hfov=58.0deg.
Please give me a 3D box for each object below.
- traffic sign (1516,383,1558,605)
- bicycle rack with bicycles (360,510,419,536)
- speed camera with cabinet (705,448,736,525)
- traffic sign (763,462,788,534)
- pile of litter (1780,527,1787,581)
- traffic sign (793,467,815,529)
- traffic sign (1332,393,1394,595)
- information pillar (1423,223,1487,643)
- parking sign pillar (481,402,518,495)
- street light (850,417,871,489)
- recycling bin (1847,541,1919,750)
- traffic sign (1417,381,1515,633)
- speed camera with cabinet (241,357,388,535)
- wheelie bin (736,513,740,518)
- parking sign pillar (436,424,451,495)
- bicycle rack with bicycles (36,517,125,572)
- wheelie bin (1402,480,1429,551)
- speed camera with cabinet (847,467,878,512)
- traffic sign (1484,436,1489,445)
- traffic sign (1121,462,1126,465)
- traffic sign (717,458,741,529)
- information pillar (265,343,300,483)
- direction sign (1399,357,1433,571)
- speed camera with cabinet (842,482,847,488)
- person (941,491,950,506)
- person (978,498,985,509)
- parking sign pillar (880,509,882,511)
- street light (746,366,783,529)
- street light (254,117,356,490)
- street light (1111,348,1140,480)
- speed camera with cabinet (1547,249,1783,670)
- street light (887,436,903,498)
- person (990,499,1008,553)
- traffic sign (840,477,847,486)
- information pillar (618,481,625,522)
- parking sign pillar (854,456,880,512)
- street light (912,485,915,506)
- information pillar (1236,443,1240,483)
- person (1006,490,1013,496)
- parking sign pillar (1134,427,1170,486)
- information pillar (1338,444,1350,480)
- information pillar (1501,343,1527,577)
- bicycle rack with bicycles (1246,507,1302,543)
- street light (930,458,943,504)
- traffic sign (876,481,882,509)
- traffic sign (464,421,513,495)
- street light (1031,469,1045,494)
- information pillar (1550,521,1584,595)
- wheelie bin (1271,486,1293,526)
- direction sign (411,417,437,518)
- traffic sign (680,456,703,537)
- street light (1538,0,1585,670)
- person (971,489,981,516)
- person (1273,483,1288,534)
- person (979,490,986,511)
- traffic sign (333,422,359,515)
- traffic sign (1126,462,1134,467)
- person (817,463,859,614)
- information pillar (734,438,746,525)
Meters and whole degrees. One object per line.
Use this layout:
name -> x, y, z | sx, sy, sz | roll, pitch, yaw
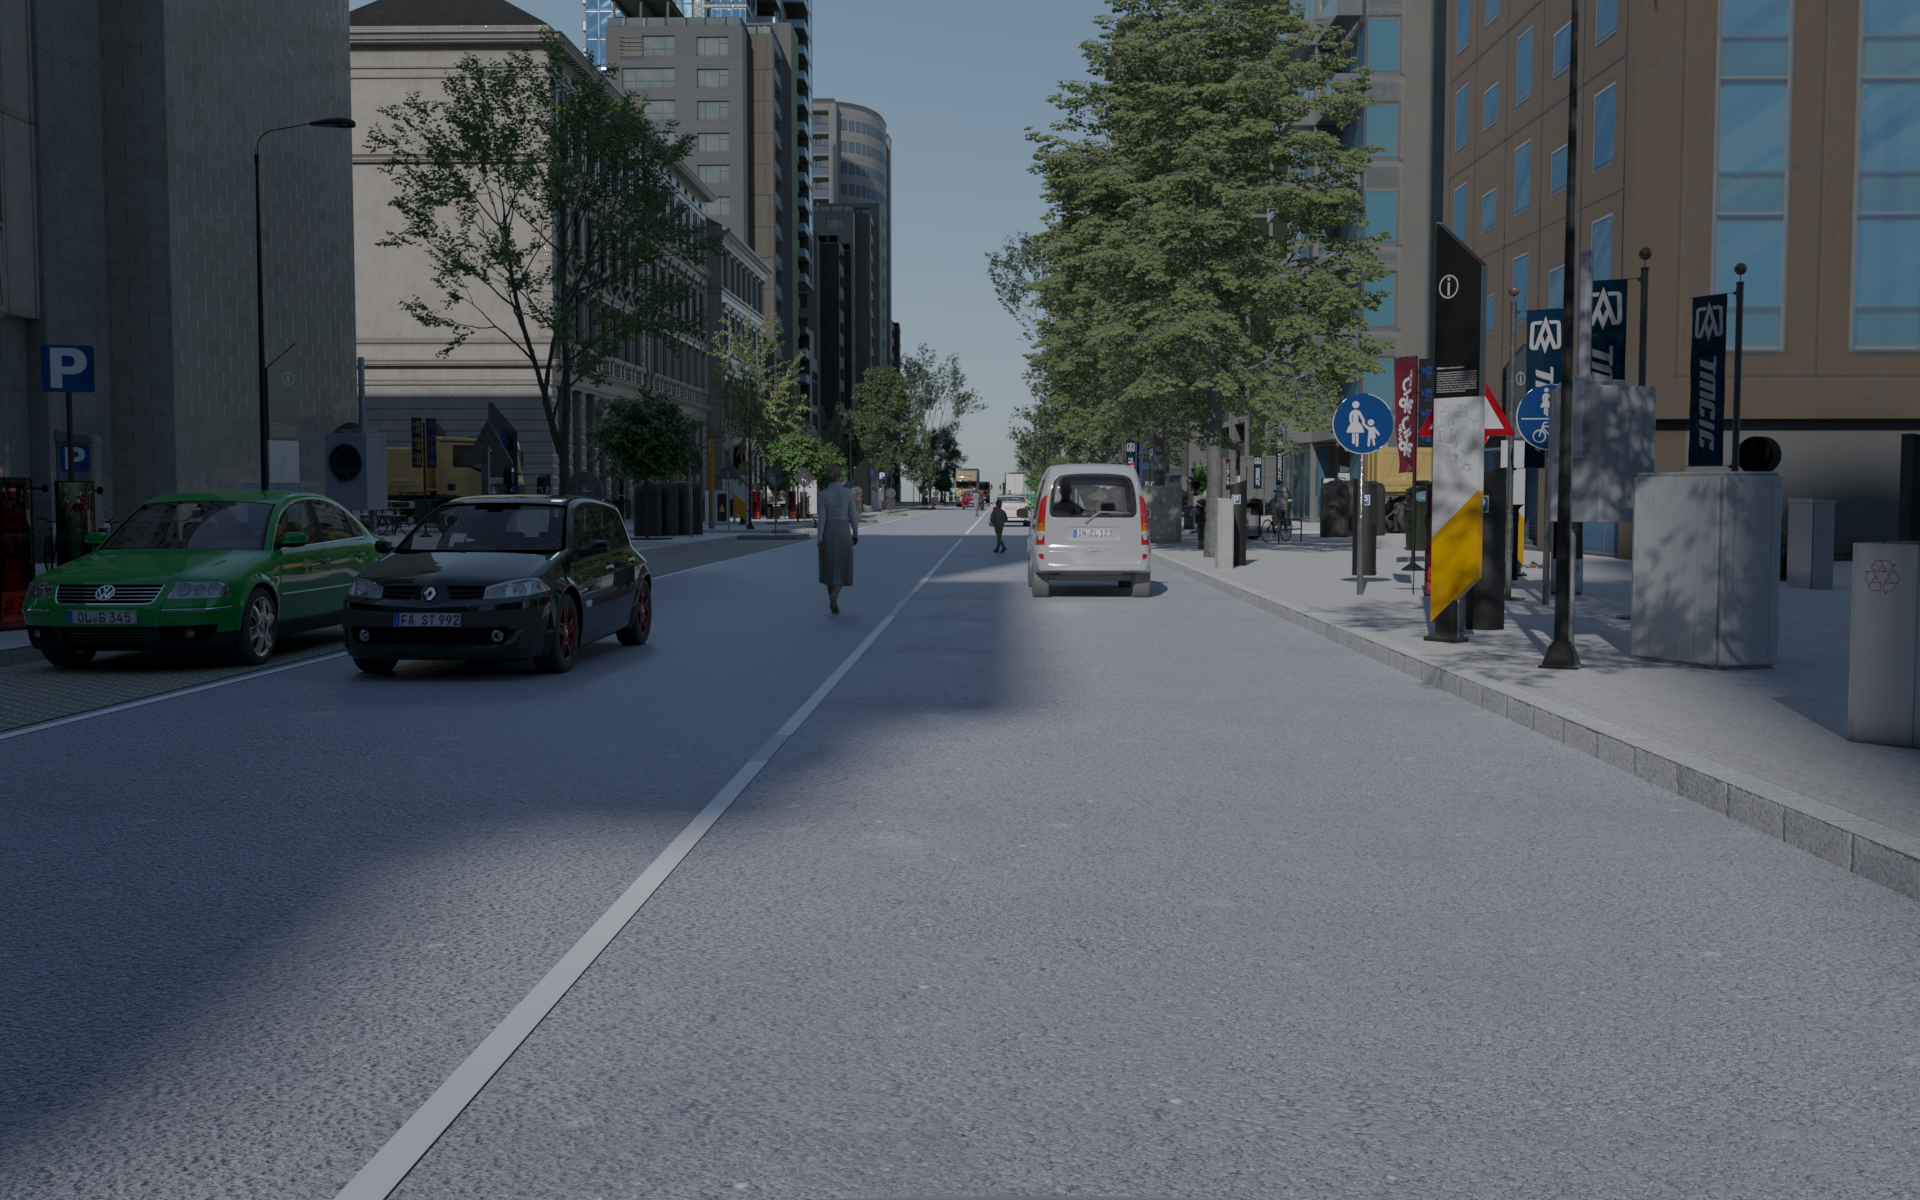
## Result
traffic sign -> 6.809, -1.220, 20.060 | 0.768, 2.556, 0.104 | 0, 4, 7
bicycle rack with bicycles -> -18.178, -2.441, 53.292 | 2.925, 0.926, 2.852 | -1, 4, -19
speed camera with cabinet -> -9.983, -4.849, 73.614 | 0.660, 3.252, 2.038 | 2, 4, 31
traffic sign -> -5.869, -3.147, 55.098 | 0.795, 2.450, 0.064 | 0, 4, 1
pile of litter -> 11.903, -0.726, 25.829 | 1.719, 0.858, 1.176 | 0, 4, 6
traffic sign -> -5.672, -3.635, 63.081 | 0.795, 2.450, 0.064 | 0, 4, 1
traffic sign -> 5.096, -1.339, 21.991 | 0.768, 2.556, 0.104 | 0, 4, 3
information pillar -> 4.273, -1.439, 14.883 | 0.183, 3.616, 0.504 | -3, 4, -36
parking sign pillar -> -13.436, -3.795, 50.526 | 1.447, 3.967, 1.447 | 3, 5, 43
street light -> -6.022, -8.045, 104.081 | 1.470, 5.913, 1.316 | 0, 4, 1
recycling bin -> 5.090, 0.224, 8.885 | 0.722, 1.027, 0.722 | -2, 4, -35
traffic sign -> 4.656, -0.978, 15.995 | 0.884, 2.594, 0.081 | 0, 4, 5
speed camera with cabinet -> -9.355, -1.879, 25.055 | 2.038, 3.252, 0.660 | 1, 4, 13
wheelie bin -> -11.659, -5.145, 92.029 | 0.980, 1.594, 0.693 | 0, 4, -2
parking sign pillar -> -19.648, -4.725, 65.718 | 1.447, 3.967, 1.447 | -3, 5, -42
bicycle rack with bicycles -> -13.045, -0.847, 27.235 | 2.852, 0.926, 2.925 | -2, 4, -32
wheelie bin -> 10.450, -1.914, 39.207 | 0.693, 1.594, 0.980 | -1, 4, -18
speed camera with cabinet -> -6.978, -8.031, 125.643 | 2.038, 3.252, 0.660 | -1, 4, -14
traffic sign -> 6.684, -1.411, 23.178 | 0.768, 2.556, 0.104 | 0, 4, 6
traffic sign -> 5.171, -3.129, 54.807 | 0.795, 2.450, 0.064 | 0, 4, 1
traffic sign -> -8.386, -3.842, 62.827 | 0.884, 2.594, 0.081 | 0, 4, 5
information pillar -> -10.467, -2.169, 26.822 | 0.183, 3.616, 0.504 | 3, 5, 44
direction sign -> 7.597, -2.259, 28.938 | 0.876, 3.537, 0.379 | -3, 4, -38
speed camera with cabinet -> -8.208, -8.211, 128.579 | 0.660, 3.252, 2.038 | 2, 4, 24
person -> -1.849, -12.448, 212.112 | 1.350, 1.814, 0.705 | 2, 4, 31
person -> 2.003, -9.553, 165.635 | 0.756, 1.711, 0.436 | 1, 4, 20
parking sign pillar -> -6.497, -8.547, 128.210 | 1.447, 3.967, 1.447 | 0, 4, -7
street light -> -7.110, -5.529, 62.934 | 1.470, 5.913, 1.316 | 0, 4, 1
street light -> -8.142, -2.995, 21.515 | 1.470, 5.913, 1.316 | 0, 4, 1
street light -> 5.033, -4.993, 54.177 | 1.470, 5.913, 1.316 | 0, 4, 1
speed camera with cabinet -> 5.464, -1.174, 13.529 | 0.660, 3.252, 2.038 | -1, 4, -18
street light -> -5.262, -10.210, 139.469 | 1.470, 5.913, 1.316 | 0, 4, 1
person -> 0.937, -1.796, 42.135 | 0.475, 1.303, 0.640 | -3, 4, -36
traffic sign -> -7.051, -6.265, 102.535 | 0.768, 2.556, 0.104 | 0, 4, 5
information pillar -> -15.512, -4.582, 79.409 | 0.304, 2.012, 0.304 | 0, 4, -6
parking sign pillar -> -6.874, -8.193, 122.431 | 1.447, 3.967, 1.447 | 3, 5, 42
street light -> -4.298, -12.744, 180.901 | 1.470, 5.913, 1.316 | 0, 4, 1
information pillar -> 12.689, -5.370, 79.150 | 0.183, 3.616, 0.504 | 0, 4, -5
person -> 4.492, -9.003, 155.704 | 1.348, 1.823, 0.705 | -2, 4, -27
parking sign pillar -> 7.338, -4.763, 66.340 | 1.447, 3.967, 1.447 | 2, 4, 26
information pillar -> 15.131, -4.702, 68.224 | 0.504, 3.616, 0.183 | -1, 4, -19
information pillar -> 8.579, -2.170, 26.827 | 0.504, 3.616, 0.183 | -2, 4, -32
bicycle rack with bicycles -> 7.866, -2.034, 46.631 | 2.852, 0.926, 2.925 | 2, 4, 31
street light -> -3.174, -15.316, 222.949 | 1.470, 5.913, 1.316 | 0, 4, 1
traffic sign -> -6.273, -7.998, 132.898 | 0.606, 2.300, 0.079 | 0, 4, 6
traffic sign -> -8.365, -1.879, 30.732 | 0.884, 2.594, 0.081 | 0, 4, 3
street light -> 7.885, -12.254, 172.891 | 1.470, 5.913, 1.316 | 0, 4, 1
information pillar -> 7.722, -1.071, 21.998 | 0.304, 2.012, 0.304 | 3, 5, 45
wheelie bin -> 12.941, -3.787, 69.830 | 0.980, 1.594, 0.693 | -3, 5, -41
direction sign -> -15.923, -3.640, 51.515 | 0.379, 3.537, 0.876 | 2, 4, 34
traffic sign -> -7.994, -3.136, 51.385 | 0.768, 2.556, 0.104 | 0, 4, 5
street light -> 3.903, -2.453, 12.640 | 1.470, 5.913, 1.316 | 0, 4, 1
person -> 1.042, -6.292, 111.738 | 0.716, 1.782, 0.532 | -3, 5, -40
person -> 10.926, -3.085, 59.115 | 0.537, 1.800, 0.526 | 0, 4, -3
person -> 1.990, -8.582, 149.266 | 0.568, 1.767, 0.683 | 1, 4, 15
traffic sign -> -10.825, -1.878, 30.806 | 0.768, 2.556, 0.104 | 0, 4, 3
traffic sign -> 6.904, -4.248, 69.565 | 0.768, 2.556, 0.104 | 0, 4, 7
person -> -1.486, -0.733, 20.705 | 0.478, 1.798, 0.641 | 1, 4, 11
information pillar -> -9.194, -4.955, 72.374 | 0.504, 3.616, 0.183 | 0, 4, -6
